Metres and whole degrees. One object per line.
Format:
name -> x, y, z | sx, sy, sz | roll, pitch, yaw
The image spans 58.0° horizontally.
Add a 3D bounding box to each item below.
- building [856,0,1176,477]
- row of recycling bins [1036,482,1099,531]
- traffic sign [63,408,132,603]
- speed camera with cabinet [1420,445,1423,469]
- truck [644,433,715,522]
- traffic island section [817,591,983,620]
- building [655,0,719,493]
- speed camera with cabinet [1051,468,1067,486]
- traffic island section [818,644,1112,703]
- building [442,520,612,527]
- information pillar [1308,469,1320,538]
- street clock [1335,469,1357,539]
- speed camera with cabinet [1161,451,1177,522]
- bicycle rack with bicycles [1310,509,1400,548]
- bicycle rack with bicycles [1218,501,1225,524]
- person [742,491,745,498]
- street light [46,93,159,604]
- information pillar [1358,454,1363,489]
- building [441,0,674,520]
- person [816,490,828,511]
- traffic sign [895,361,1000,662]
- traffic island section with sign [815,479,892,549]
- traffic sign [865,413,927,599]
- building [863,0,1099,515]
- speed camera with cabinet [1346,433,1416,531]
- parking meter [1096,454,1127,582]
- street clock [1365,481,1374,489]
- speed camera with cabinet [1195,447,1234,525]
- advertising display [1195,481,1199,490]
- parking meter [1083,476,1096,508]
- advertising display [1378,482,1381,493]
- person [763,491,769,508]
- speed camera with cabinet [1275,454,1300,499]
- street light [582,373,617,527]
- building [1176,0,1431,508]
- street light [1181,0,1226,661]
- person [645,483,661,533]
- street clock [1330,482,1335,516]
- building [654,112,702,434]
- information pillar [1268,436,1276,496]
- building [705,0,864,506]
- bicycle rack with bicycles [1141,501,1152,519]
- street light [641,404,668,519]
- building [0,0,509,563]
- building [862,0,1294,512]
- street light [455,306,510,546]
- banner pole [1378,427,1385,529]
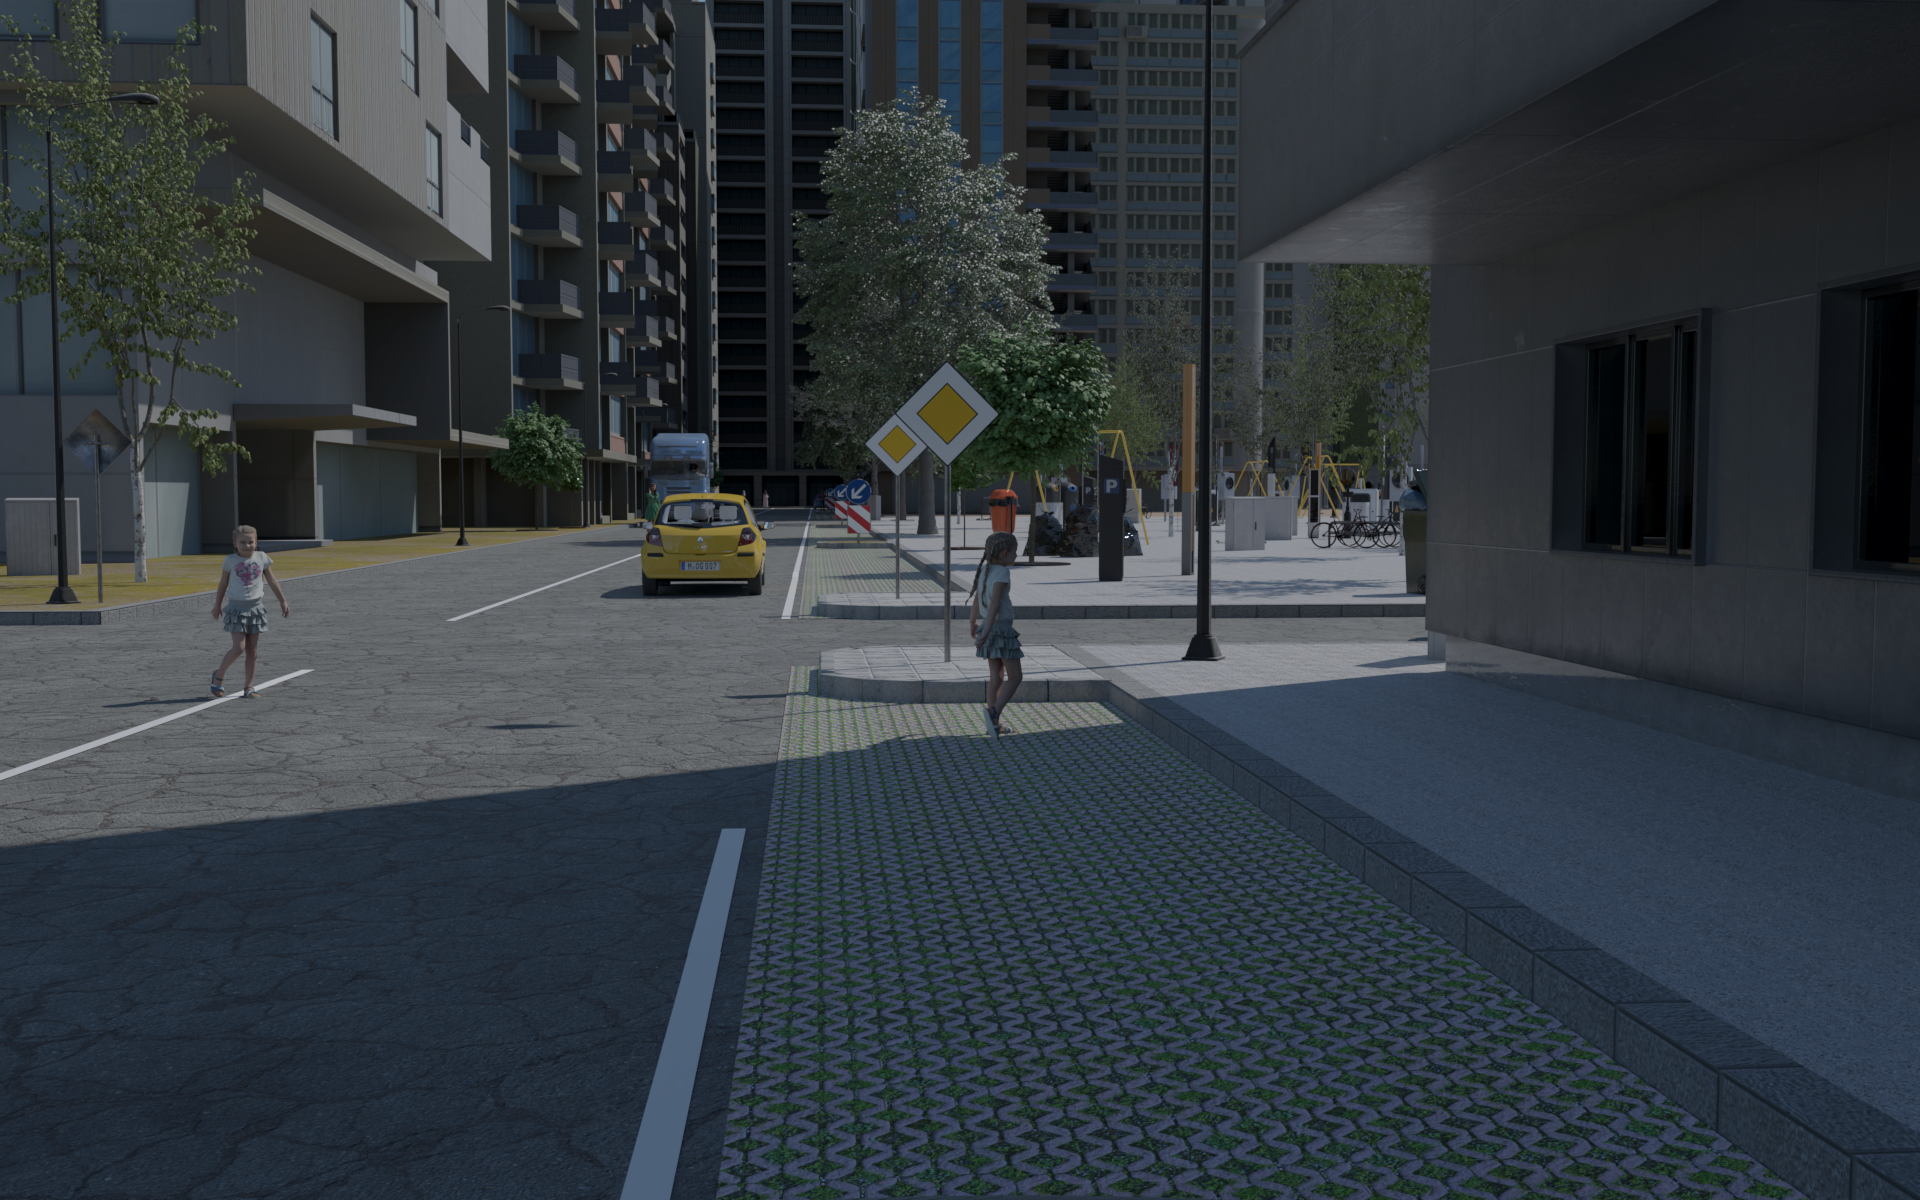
building -> 4.253, -34.834, 158.778 | 28.713, 52.752, 27.495 | 0, 4, -5
row of recycling bins -> 4.006, -3.191, 59.291 | 3.534, 1.692, 1.069 | -2, 4, -32
traffic sign -> -10.128, -1.022, 20.357 | 0.795, 2.450, 0.064 | 0, 4, -5
speed camera with cabinet -> 18.338, -4.668, 70.658 | 0.660, 3.252, 2.038 | -1, 4, -11
truck -> -12.857, -5.681, 82.639 | 2.967, 4.110, 18.799 | 0, 4, -5
traffic island section -> -0.742, 0.066, 21.197 | 2.009, 0.180, 2.903 | 0, 4, -5
building -> -33.484, -32.728, 158.803 | 21.600, 48.544, 21.300 | 0, 4, -5
speed camera with cabinet -> 5.695, -5.894, 90.699 | 2.038, 3.252, 0.660 | -3, 5, -40
traffic island section -> -0.075, 0.553, 13.239 | 2.009, 0.180, 2.903 | 0, 4, -5
building -> -25.525, -25.930, 78.579 | 22.147, 44.769, 28.867 | 0, 4, -5
information pillar -> 10.254, -2.796, 50.204 | 0.304, 2.012, 0.304 | 0, 4, 6
street clock -> 11.150, -2.767, 49.809 | 0.471, 2.002, 0.358 | 2, 4, 28
speed camera with cabinet -> 10.350, -5.241, 80.027 | 2.038, 3.252, 0.660 | 1, 4, 15
bicycle rack with bicycles -> 9.950, -1.731, 41.676 | 2.925, 0.926, 2.852 | 1, 4, 13
bicycle rack with bicycles -> 11.567, -3.801, 75.526 | 2.852, 0.926, 2.925 | -2, 4, -30
person -> -20.908, -9.632, 166.710 | 0.721, 1.736, 1.217 | -1, 4, -12
street light -> -9.983, -2.914, 20.187 | 1.470, 5.913, 1.316 | 0, 4, -5
information pillar -> 20.999, -6.089, 90.913 | 0.183, 3.616, 0.504 | 0, 4, -3
building -> -29.633, -27.767, 108.611 | 22.147, 44.769, 28.867 | 0, 4, -5
person -> -11.239, -8.117, 141.928 | 1.217, 1.743, 0.721 | -1, 4, -22
traffic sign -> -0.098, -0.582, 13.160 | 0.795, 2.450, 0.064 | 0, 4, -5
traffic island section with sign -> -2.817, -2.287, 46.022 | 1.989, 1.847, 2.006 | 0, 4, -5
traffic sign -> -0.764, -1.069, 21.118 | 0.795, 2.450, 0.064 | 0, 4, -5
building -> 0.905, -28.353, 113.676 | 14.600, 45.320, 14.200 | 0, 4, -5
speed camera with cabinet -> 13.534, -3.766, 55.910 | 2.038, 3.252, 0.660 | 1, 4, 20
parking meter -> 2.248, -1.209, 25.482 | 0.399, 1.863, 0.255 | 1, 4, 9
street clock -> 22.859, -5.634, 96.687 | 0.358, 2.002, 0.471 | -3, 4, -37
speed camera with cabinet -> 10.498, -4.723, 71.550 | 2.038, 3.252, 0.660 | -3, 5, -43
advertising display -> 11.473, -4.875, 84.914 | 0.123, 1.923, 0.974 | 3, 5, 42
parking meter -> 4.195, -3.062, 55.773 | 0.399, 1.863, 0.255 | 2, 4, 32
advertising display -> 22.913, -5.363, 92.907 | 0.974, 1.923, 0.123 | 0, 4, 1
person -> -19.262, -9.944, 171.752 | 0.621, 1.740, 0.551 | 1, 4, 23
speed camera with cabinet -> 16.351, -5.649, 86.696 | 0.660, 3.252, 2.038 | -1, 4, -11
street light -> -13.848, -5.748, 66.524 | 1.470, 5.913, 1.316 | 0, 4, -5
building -> 35.160, -38.062, 164.318 | 28.212, 58.520, 21.231 | 0, 4, -5
street light -> 1.352, -2.489, 13.232 | 1.470, 5.913, 1.316 | 0, 4, -5
person -> -10.073, -2.940, 56.813 | 0.600, 1.795, 0.529 | -3, 5, -45
street clock -> 21.100, -5.695, 97.680 | 0.358, 2.002, 0.471 | -1, 4, -20
building -> -27.086, -21.962, 130.782 | 14.160, 30.474, 14.107 | 0, 4, -5
information pillar -> 12.685, -4.840, 70.496 | 0.183, 3.616, 0.504 | -1, 4, -18
building -> -16.680, -45.888, 188.527 | 20.611, 71.187, 20.563 | 0, 4, -5
bicycle rack with bicycles -> 8.632, -4.656, 89.509 | 2.925, 0.926, 2.852 | -2, 4, -26
street light -> -15.705, -7.122, 88.981 | 1.470, 5.913, 1.316 | 0, 4, -5
building -> -27.288, -27.689, 41.949 | 28.713, 52.752, 27.495 | 0, 4, -5
building -> 8.671, -27.021, 133.666 | 32.217, 40.220, 23.993 | 0, 4, -5
street light -> -11.799, -4.298, 42.808 | 1.470, 5.913, 1.316 | 0, 4, -5
banner pole -> 15.761, -4.556, 64.510 | 0.401, 3.779, 0.863 | 1, 4, 21
